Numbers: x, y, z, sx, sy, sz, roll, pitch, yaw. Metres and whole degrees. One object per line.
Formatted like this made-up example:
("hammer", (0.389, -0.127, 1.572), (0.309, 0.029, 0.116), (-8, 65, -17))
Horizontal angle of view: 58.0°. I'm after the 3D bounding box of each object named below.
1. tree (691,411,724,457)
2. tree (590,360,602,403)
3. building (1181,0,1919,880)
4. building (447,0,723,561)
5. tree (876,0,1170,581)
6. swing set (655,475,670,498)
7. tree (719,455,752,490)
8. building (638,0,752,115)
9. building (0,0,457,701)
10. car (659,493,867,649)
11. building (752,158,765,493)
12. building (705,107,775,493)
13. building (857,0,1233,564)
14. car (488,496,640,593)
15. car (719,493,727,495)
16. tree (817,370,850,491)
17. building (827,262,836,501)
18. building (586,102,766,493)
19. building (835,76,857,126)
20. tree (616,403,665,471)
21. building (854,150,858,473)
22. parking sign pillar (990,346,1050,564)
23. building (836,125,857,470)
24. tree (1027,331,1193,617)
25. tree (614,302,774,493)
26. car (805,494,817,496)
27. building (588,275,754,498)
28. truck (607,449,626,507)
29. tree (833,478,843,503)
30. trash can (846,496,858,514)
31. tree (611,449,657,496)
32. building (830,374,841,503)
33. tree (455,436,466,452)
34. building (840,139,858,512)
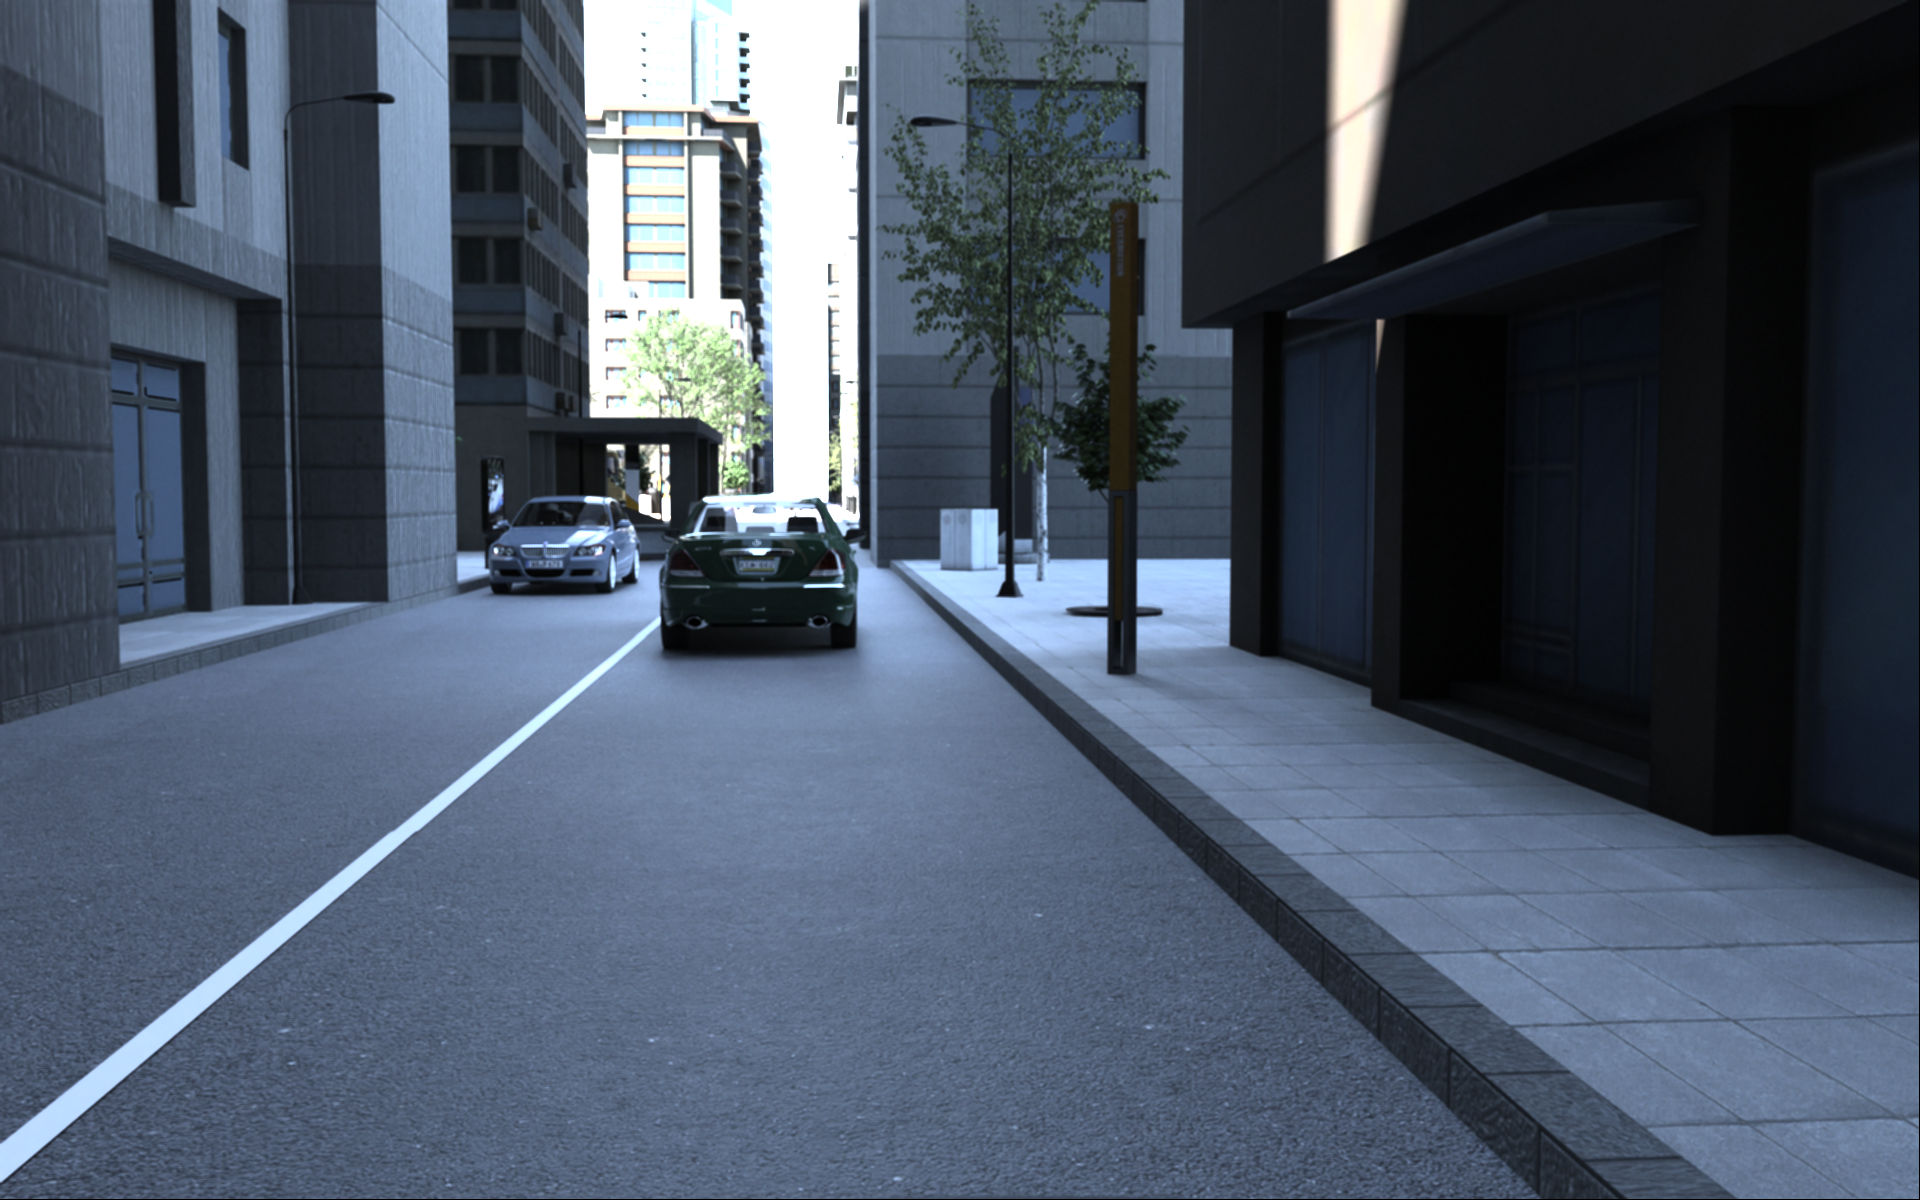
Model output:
("tree", (-22.407, -12.275, 151.060), (4.737, 8.622, 4.395), (0, 3, 0))
("tree", (-18.810, -7.953, 80.396), (4.360, 8.622, 3.978), (0, 3, 0))
("building", (9.373, -21.838, 7.169), (14.600, 45.320, 14.200), (0, 4, -5))
("building", (-22.433, -21.424, 42.165), (32.217, 40.220, 23.993), (0, 4, -5))
("tree", (0.972, -4.583, 25.297), (4.737, 8.622, 4.395), (0, 3, 0))
("swing set", (-20.355, -7.832, 125.675), (2.862, 2.851, 3.119), (-1, 4, -16))
("tree", (-19.044, -9.851, 144.772), (4.285, 4.588, 4.351), (0, 3, 0))
("building", (-42.730, -59.962, 293.054), (22.319, 86.520, 31.000), (0, 4, -5))
("building", (-16.399, -28.499, 7.954), (21.231, 58.520, 28.212), (0, 4, -5))
("car", (-1.984, -0.349, 17.509), (2.131, 1.459, 4.920), (0, 4, -5))
("building", (-32.352, -34.745, 218.192), (14.600, 45.320, 14.200), (0, 4, -5))
("building", (-39.207, -44.135, 263.599), (21.231, 58.520, 28.212), (0, 4, -5))
("building", (7.668, -30.865, 46.642), (21.231, 58.520, 28.212), (0, 4, -5))
("car", (-5.978, -0.889, 26.541), (2.014, 1.417, 4.499), (0, 4, -3))
("car", (-9.204, -3.373, 64.187), (2.155, 1.783, 4.494), (0, 4, -7))
("tree", (-4.848, -8.910, 96.047), (4.737, 8.622, 4.395), (0, 3, 0))
("building", (-16.449, -38.074, 306.103), (14.154, 41.232, 14.086), (0, 4, -5))
("building", (-33.457, -33.132, 196.328), (22.147, 44.769, 28.867), (0, 4, -5))
("building", (-0.949, -38.374, 216.646), (28.713, 52.752, 27.495), (0, 4, -5))
("tree", (-24.762, -11.322, 135.478), (4.360, 8.622, 3.978), (0, 3, 0))
("building", (0.549, -19.519, 112.650), (14.314, 27.812, 24.014), (0, 4, -5))
("parking sign pillar", (0.952, -2.677, 32.241), (1.447, 3.967, 1.447), (-1, 4, -16))
("building", (-6.467, -31.322, 195.709), (14.154, 41.232, 14.086), (0, 4, -5))
("tree", (1.690, -1.451, 18.324), (1.663, 3.219, 1.824), (0, 3, 0))
("tree", (-15.172, -10.368, 95.277), (9.928, 11.665, 9.643), (0, 3, 0))
("car", (-12.575, -8.111, 144.615), (2.014, 1.417, 4.499), (0, 4, -5))
("building", (-34.401, -19.706, 167.235), (27.650, 21.520, 28.899), (0, 4, -5))
("truck", (-18.085, -4.760, 73.750), (9.791, 3.379, 3.469), (0, 4, -3))
("tree", (-17.157, -15.518, 248.313), (1.663, 3.219, 1.824), (0, 3, 0))
("trash can", (-7.037, -6.197, 112.966), (0.748, 1.137, 0.748), (0, 3, 0))
("tree", (-12.256, -4.361, 65.907), (1.663, 3.219, 1.824), (0, 3, 0))
("building", (-5.871, -25.672, 264.780), (27.650, 21.520, 28.899), (0, 4, -5))
("tree", (-8.820, -2.009, 27.450), (1.663, 3.219, 1.824), (0, 3, 0))
("building", (-3.819, -22.121, 139.177), (11.434, 29.767, 29.804), (0, 4, -5))
